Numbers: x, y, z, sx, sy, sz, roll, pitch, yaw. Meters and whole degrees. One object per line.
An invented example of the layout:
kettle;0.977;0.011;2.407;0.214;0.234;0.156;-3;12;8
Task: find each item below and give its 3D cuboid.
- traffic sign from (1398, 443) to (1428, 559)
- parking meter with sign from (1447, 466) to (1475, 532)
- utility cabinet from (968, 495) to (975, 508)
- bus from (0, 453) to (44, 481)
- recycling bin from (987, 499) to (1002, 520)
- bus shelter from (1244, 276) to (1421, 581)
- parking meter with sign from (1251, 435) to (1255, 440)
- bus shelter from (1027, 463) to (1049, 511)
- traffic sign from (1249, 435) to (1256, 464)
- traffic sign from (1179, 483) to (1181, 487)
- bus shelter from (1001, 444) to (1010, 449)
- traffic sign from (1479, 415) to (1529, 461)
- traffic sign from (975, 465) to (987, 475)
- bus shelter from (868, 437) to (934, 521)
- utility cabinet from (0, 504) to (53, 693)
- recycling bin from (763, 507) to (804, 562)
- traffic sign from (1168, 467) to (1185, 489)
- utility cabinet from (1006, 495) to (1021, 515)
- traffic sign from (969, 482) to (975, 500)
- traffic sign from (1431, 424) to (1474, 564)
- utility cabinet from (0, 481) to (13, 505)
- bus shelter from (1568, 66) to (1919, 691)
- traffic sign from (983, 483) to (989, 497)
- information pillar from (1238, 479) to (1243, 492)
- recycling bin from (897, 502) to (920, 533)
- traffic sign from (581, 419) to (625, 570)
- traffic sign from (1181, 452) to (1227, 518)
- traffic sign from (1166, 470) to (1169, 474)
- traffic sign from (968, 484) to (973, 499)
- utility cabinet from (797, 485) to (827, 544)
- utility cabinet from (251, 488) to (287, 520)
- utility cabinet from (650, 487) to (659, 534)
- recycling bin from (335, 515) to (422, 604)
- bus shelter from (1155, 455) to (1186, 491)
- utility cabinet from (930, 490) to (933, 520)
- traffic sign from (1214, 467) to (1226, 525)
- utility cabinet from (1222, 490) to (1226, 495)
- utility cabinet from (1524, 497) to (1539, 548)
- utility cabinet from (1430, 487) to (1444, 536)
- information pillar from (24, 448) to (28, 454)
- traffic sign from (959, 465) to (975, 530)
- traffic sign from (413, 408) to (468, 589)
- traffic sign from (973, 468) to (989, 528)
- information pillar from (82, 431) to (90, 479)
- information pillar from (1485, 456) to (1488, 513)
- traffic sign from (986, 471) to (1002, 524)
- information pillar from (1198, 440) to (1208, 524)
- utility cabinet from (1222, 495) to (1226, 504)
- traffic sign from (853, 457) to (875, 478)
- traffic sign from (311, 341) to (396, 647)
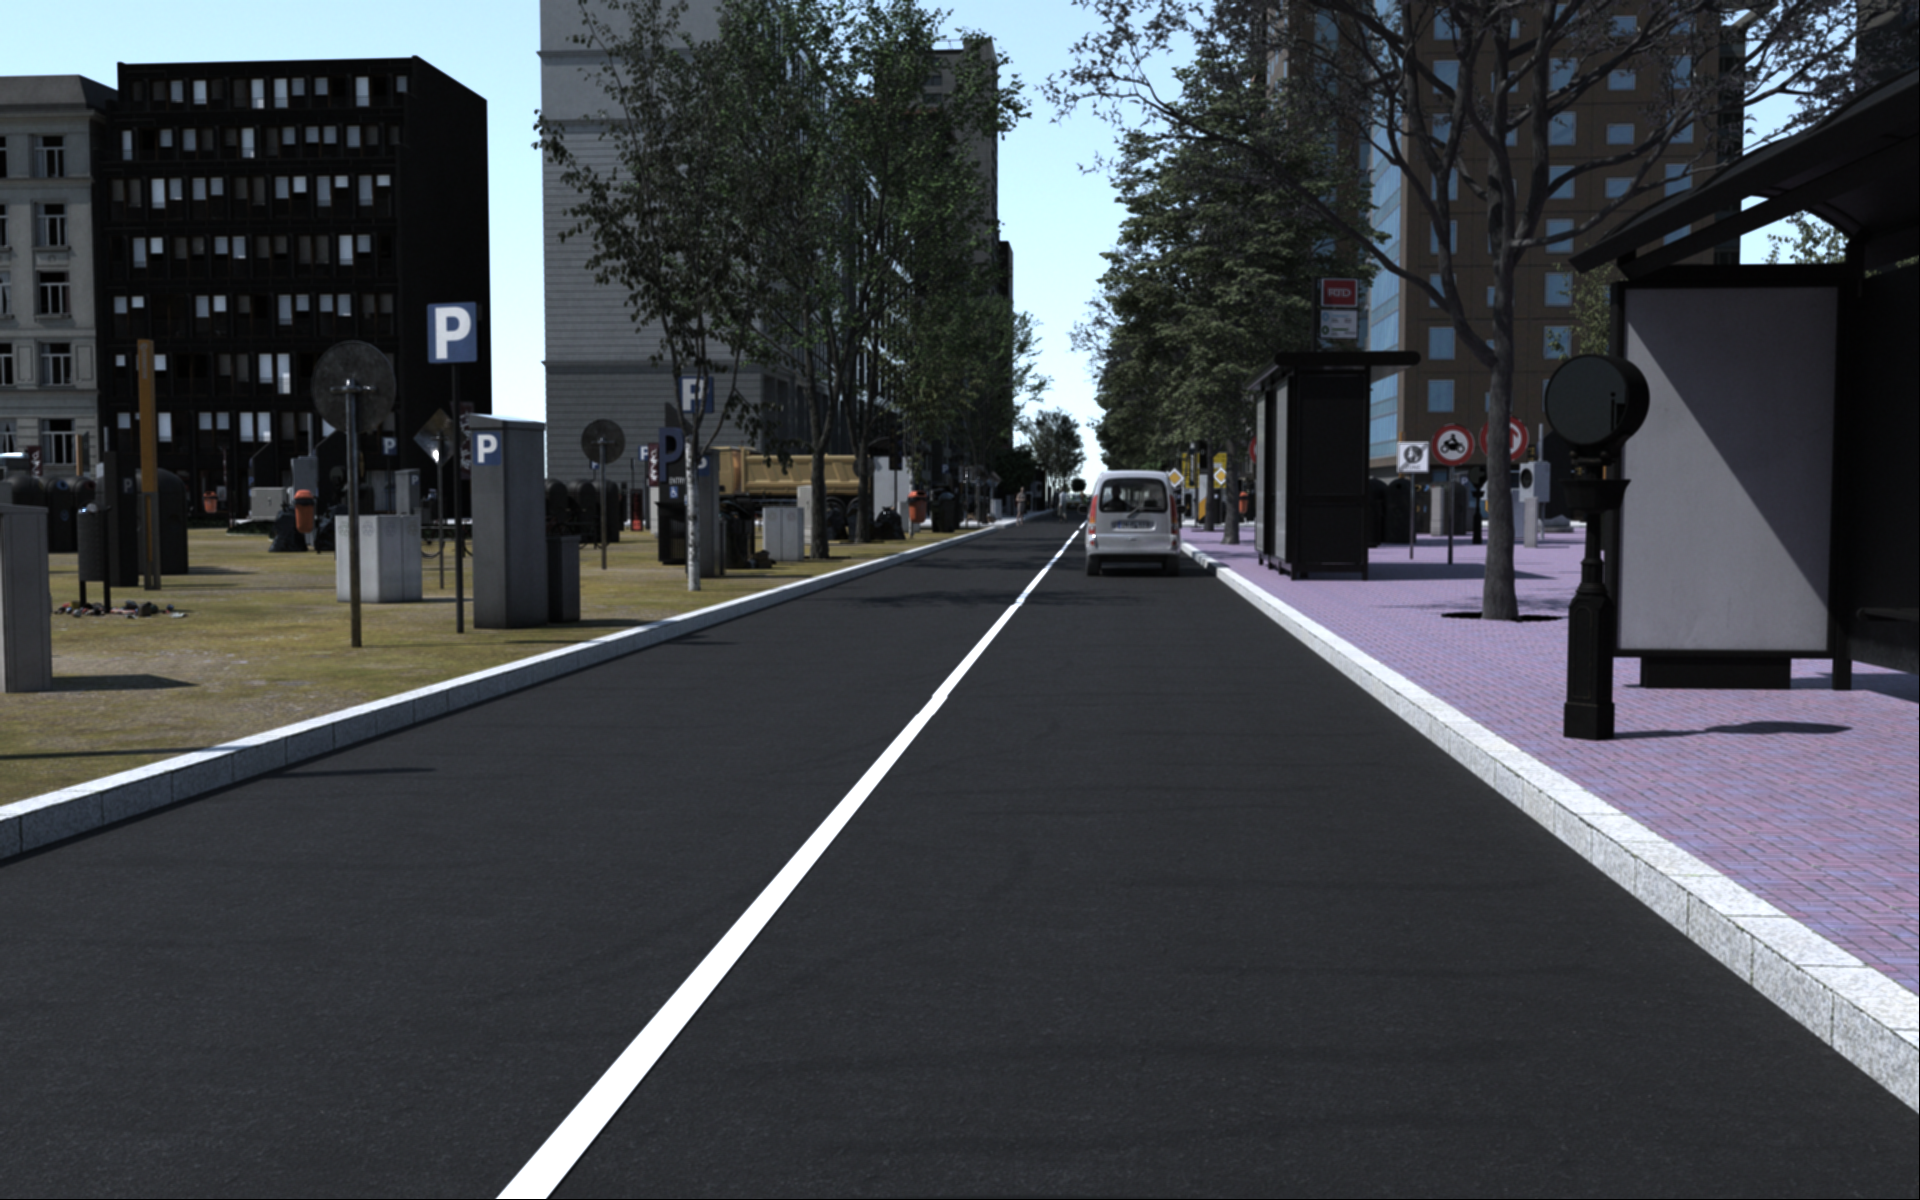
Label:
traffic sign;8.904;-1.955;34.094;0.606;2.300;0.079;0;4;7
parking meter with sign;17.039;-3.844;59.113;0.543;3.016;1.738;-1;4;-11
utility cabinet;1.034;-7.631;135.931;1.020;1.237;0.306;-3;5;-42
bus;-44.909;-4.799;73.320;13.247;3.499;2.948;0;4;6
recycling bin;1.628;-4.542;86.813;0.722;1.027;0.722;2;4;30
bus shelter;6.077;-3.185;29.706;2.179;5.291;8.768;0;4;5
parking meter with sign;9.382;-3.342;50.910;0.543;3.016;1.738;-3;4;-38
bus shelter;5.828;-8.619;132.198;1.731;3.624;6.357;0;4;5
traffic sign;6.177;-2.121;34.785;0.768;2.556;0.104;1;4;9
traffic sign;12.868;-6.212;101.676;0.768;2.556;0.104;1;4;9
bus shelter;4.611;-10.073;142.320;2.179;5.291;8.768;0;4;5
traffic sign;8.729;-1.698;27.874;0.768;2.556;0.104;1;4;9
traffic sign;0.798;-4.566;74.768;0.768;2.556;0.104;1;4;8
bus shelter;-2.242;-4.282;63.933;2.014;3.302;5.546;0;4;5
utility cabinet;-6.379;-0.025;11.567;0.306;1.237;1.020;-3;5;-44
recycling bin;-3.353;-1.247;32.942;0.722;1.027;0.722;0;4;0
traffic sign;8.093;-3.776;65.386;0.795;2.450;0.064;0;4;5
utility cabinet;3.406;-5.929;108.097;1.020;1.237;0.306;1;4;14
traffic sign;0.835;-6.515;107.707;0.795;2.450;0.064;1;4;8
traffic sign;8.947;-1.922;31.528;0.768;2.556;0.104;0;4;7
utility cabinet;-15.974;-1.191;28.158;1.173;1.500;0.318;1;4;15
bus shelter;4.849;-0.913;8.850;2.014;3.302;5.546;0;4;5
traffic sign;1.818;-7.419;121.413;0.768;2.556;0.104;1;4;14
information pillar;13.494;-4.858;83.918;0.304;2.012;0.304;-1;4;-13
recycling bin;-1.727;-2.763;57.732;0.722;1.027;0.722;-1;4;-9
traffic sign;-6.053;-1.790;29.378;0.768;2.556;0.104;0;4;5
traffic sign;11.817;-5.492;83.668;2.265;3.308;0.079;1;4;11
traffic sign;8.776;-4.263;73.341;0.795;2.450;0.064;0;4;5
traffic sign;0.842;-6.926;113.241;0.884;2.594;0.081;1;4;13
utility cabinet;-3.759;-2.146;43.763;0.318;1.500;1.173;-2;4;-29
utility cabinet;-23.924;-3.137;59.970;1.173;1.500;0.318;1;4;9
utility cabinet;-9.207;-2.783;54.174;1.173;1.500;0.318;3;5;43
recycling bin;-6.929;-0.496;20.661;0.722;1.027;0.722;2;4;25
bus shelter;12.910;-7.016;105.990;1.731;3.624;6.357;0;4;5
utility cabinet;-1.292;-4.613;84.094;0.318;1.500;1.173;0;4;-2
traffic sign;10.962;-4.375;72.723;0.795;2.450;0.064;1;4;11
utility cabinet;12.872;-4.664;84.929;0.318;1.500;1.173;3;5;39
utility cabinet;13.759;-1.869;41.727;0.306;1.237;1.020;1;4;20
utility cabinet;14.574;-2.706;52.921;0.318;1.500;1.173;1;4;20
information pillar;-47.603;-5.954;88.703;0.504;3.616;0.183;-3;5;-44
traffic sign;0.242;-3.616;61.249;0.606;2.300;0.079;1;4;14
traffic sign;-6.999;-1.355;23.338;0.795;2.450;0.064;1;4;11
traffic sign;0.727;-3.816;66.036;0.795;2.450;0.064;0;4;5
information pillar;-32.324;-4.438;63.923;0.183;3.616;0.504;2;4;29
information pillar;23.144;-5.142;75.422;0.504;3.616;0.183;-1;4;-17
traffic sign;1.410;-4.303;73.992;0.795;2.450;0.064;0;4;5
information pillar;10.333;-5.007;73.218;0.504;3.616;0.183;1;4;14
utility cabinet;12.419;-4.276;81.070;1.020;1.237;0.306;1;4;13
traffic sign;-3.213;-3.532;57.861;0.768;2.556;0.104;1;4;10
traffic sign;-5.059;-0.877;14.440;0.768;2.556;0.104;1;4;11
